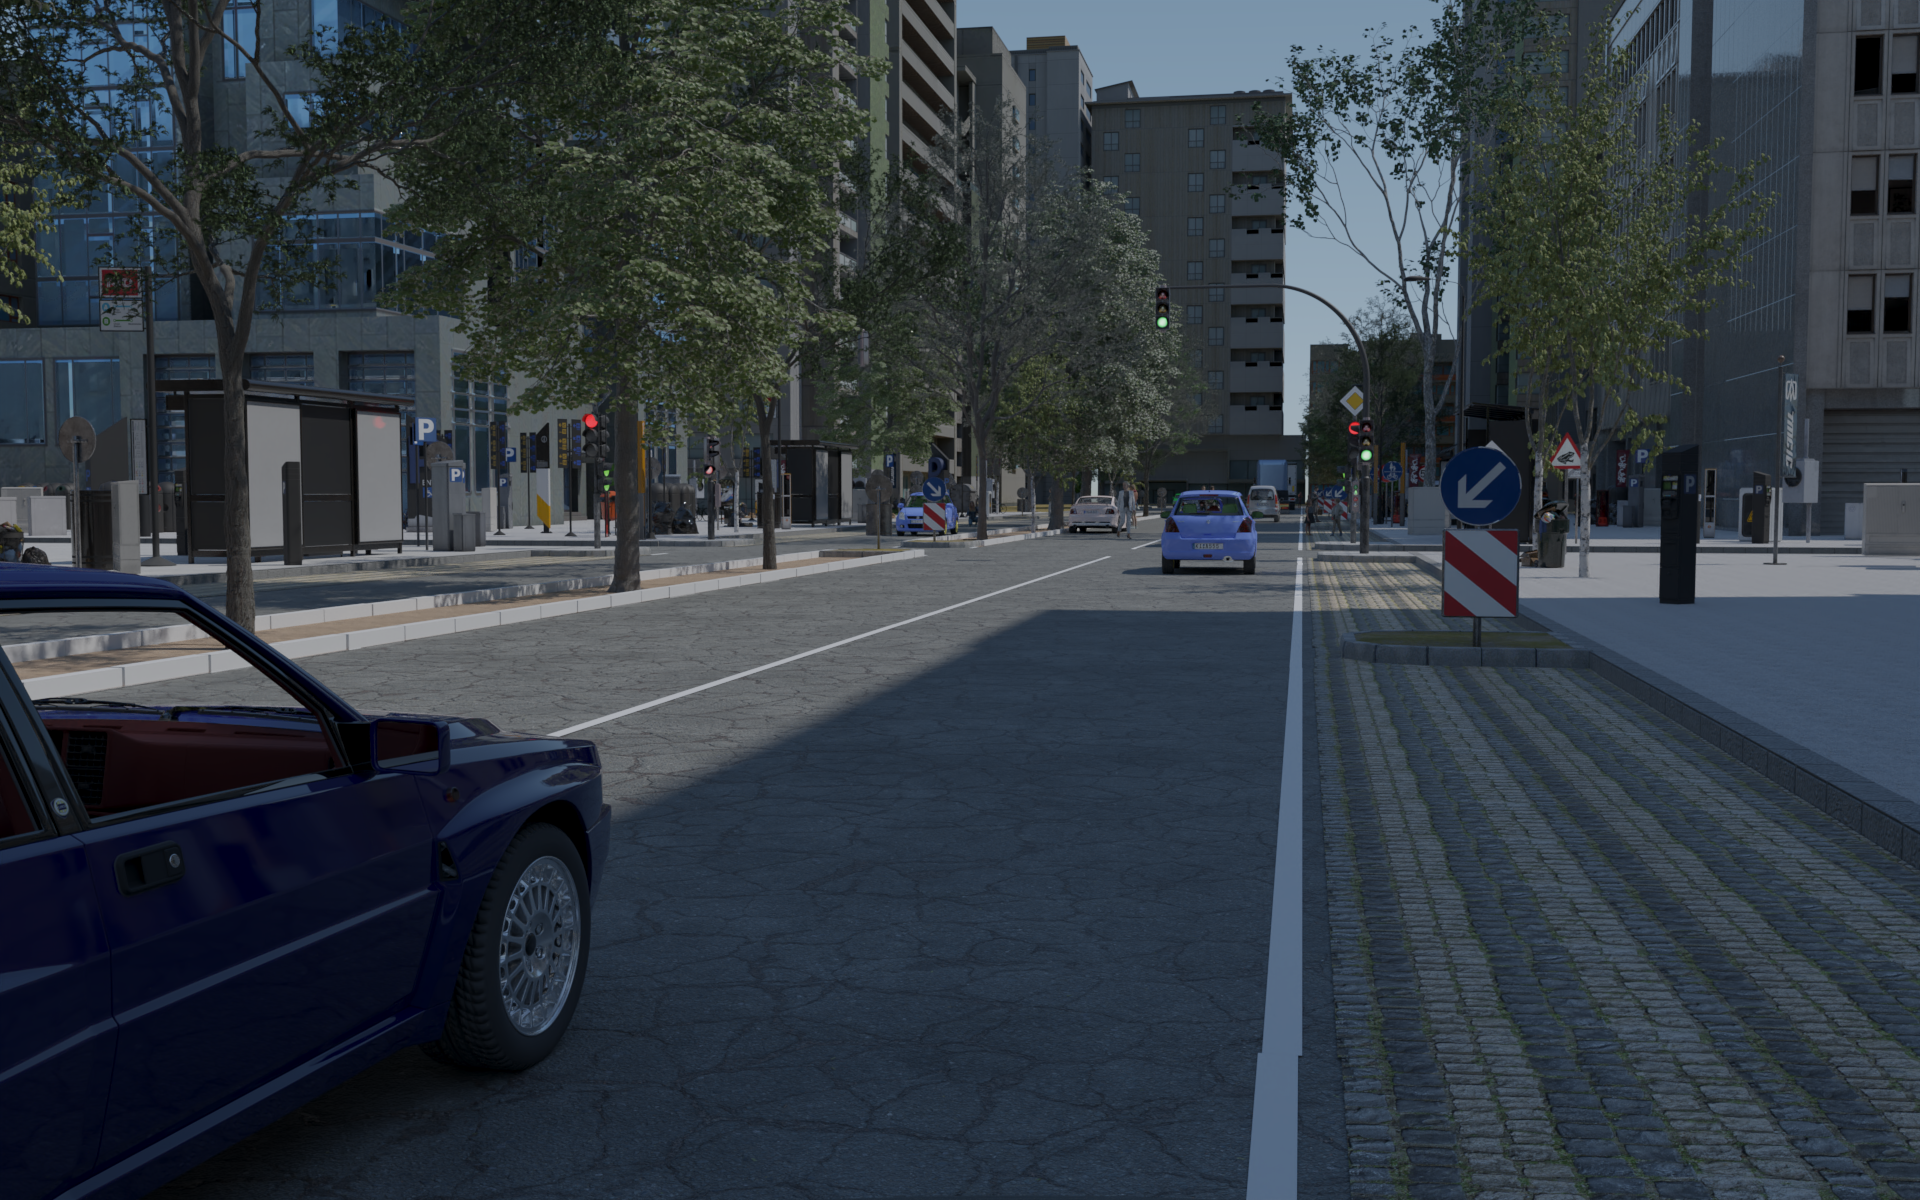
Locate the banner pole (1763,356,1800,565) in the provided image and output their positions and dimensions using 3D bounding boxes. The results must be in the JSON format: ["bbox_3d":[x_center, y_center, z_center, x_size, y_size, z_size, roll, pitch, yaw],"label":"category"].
[{"bbox_3d":[15.014,-2.539,31.527,0.863,3.779,0.401,-3,4,-36],"label":"banner pole"}]

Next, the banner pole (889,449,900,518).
[{"bbox_3d":[-3.495,-6.296,92.953,0.863,3.779,0.401,-1,4,-18],"label":"banner pole"}]

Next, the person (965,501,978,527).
[{"bbox_3d":[0.670,-3.766,75.575,1.012,1.151,0.738,0,4,-7],"label":"person"}]

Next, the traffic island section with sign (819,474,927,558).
[{"bbox_3d":[-2.008,-1.928,39.666,2.006,1.907,1.989,1,4,11],"label":"traffic island section with sign"}]

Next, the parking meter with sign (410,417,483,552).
[{"bbox_3d":[-11.555,-2.613,38.988,1.738,3.016,0.543,3,5,40],"label":"parking meter with sign"}]

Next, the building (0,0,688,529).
[{"bbox_3d":[-26.669,-46.773,77.417,22.319,86.520,31.000,1,4,11],"label":"building"}]

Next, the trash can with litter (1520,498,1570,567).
[{"bbox_3d":[10.175,-1.160,30.347,0.624,1.170,1.055,-1,4,-19],"label":"trash can with litter"}]

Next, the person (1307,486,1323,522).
[{"bbox_3d":[17.878,-4.829,87.411,0.822,1.834,0.622,1,4,15],"label":"person"}]

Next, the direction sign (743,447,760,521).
[{"bbox_3d":[-10.060,-5.603,83.604,0.876,3.537,0.379,-1,4,-22],"label":"direction sign"}]

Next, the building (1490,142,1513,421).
[{"bbox_3d":[51.163,-22.749,143.643,14.160,30.474,14.107,1,4,11],"label":"building"}]

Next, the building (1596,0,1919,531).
[{"bbox_3d":[35.945,-15.751,75.555,12.078,24.808,19.932,1,4,11],"label":"building"}]

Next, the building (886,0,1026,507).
[{"bbox_3d":[-5.254,-33.992,179.475,21.600,48.544,21.300,1,4,11],"label":"building"}]

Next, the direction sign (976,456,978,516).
[{"bbox_3d":[1.001,-6.756,102.456,0.379,3.537,0.876,0,4,6],"label":"direction sign"}]

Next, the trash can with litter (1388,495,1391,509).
[{"bbox_3d":[27.368,-5.980,108.827,1.678,1.210,2.233,-3,5,-41],"label":"trash can with litter"}]

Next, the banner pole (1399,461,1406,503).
[{"bbox_3d":[29.046,-7.566,113.719,0.863,3.779,0.401,1,4,9],"label":"banner pole"}]

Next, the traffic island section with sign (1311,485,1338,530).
[{"bbox_3d":[15.054,-3.709,69.274,1.989,1.847,2.006,1,4,11],"label":"traffic island section with sign"}]

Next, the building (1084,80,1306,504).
[{"bbox_3d":[31.707,-39.051,227.722,27.495,52.752,28.713,1,4,11],"label":"building"}]

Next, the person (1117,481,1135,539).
[{"bbox_3d":[5.284,-2.875,55.386,0.514,1.842,0.818,-1,4,-19],"label":"person"}]

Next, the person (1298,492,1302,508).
[{"bbox_3d":[35.181,-10.344,179.085,0.415,1.643,0.593,1,4,18],"label":"person"}]

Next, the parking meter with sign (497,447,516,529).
[{"bbox_3d":[-16.828,-4.139,63.941,0.543,3.016,1.738,0,4,-2],"label":"parking meter with sign"}]

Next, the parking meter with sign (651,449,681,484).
[{"bbox_3d":[-11.201,-4.350,67.381,1.738,3.016,0.543,0,4,-5],"label":"parking meter with sign"}]

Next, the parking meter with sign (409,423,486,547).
[{"bbox_3d":[-12.462,-2.813,42.252,1.738,3.016,0.543,1,4,9],"label":"parking meter with sign"}]

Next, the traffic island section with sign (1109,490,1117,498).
[{"bbox_3d":[13.127,-8.559,148.565,1.989,1.847,2.006,1,4,11],"label":"traffic island section with sign"}]

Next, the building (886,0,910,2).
[{"bbox_3d":[-12.771,-31.406,137.193,21.300,48.544,21.600,1,4,11],"label":"building"}]

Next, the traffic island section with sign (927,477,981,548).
[{"bbox_3d":[-0.562,-2.373,46.931,2.006,1.907,1.989,1,4,11],"label":"traffic island section with sign"}]

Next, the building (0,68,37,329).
[{"bbox_3d":[-55.314,-14.450,81.294,28.899,21.520,27.650,1,4,11],"label":"building"}]

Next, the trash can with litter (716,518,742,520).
[{"bbox_3d":[-11.418,-4.623,86.649,1.678,1.210,2.233,1,4,17],"label":"trash can with litter"}]

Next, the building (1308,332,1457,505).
[{"bbox_3d":[59.460,-23.045,221.821,28.899,21.520,27.650,1,4,11],"label":"building"}]

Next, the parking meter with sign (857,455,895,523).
[{"bbox_3d":[-3.718,-4.897,76.332,1.738,3.016,0.543,-3,5,-40],"label":"parking meter with sign"}]

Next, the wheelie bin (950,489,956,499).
[{"bbox_3d":[-0.483,-5.895,104.290,0.980,1.594,0.693,-2,4,-31],"label":"wheelie bin"}]

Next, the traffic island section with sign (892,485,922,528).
[{"bbox_3d":[-1.881,-3.920,72.726,1.989,1.847,2.006,1,4,11],"label":"traffic island section with sign"}]

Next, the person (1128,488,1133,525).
[{"bbox_3d":[7.403,-4.101,76.230,0.598,1.740,0.731,-2,4,-33],"label":"person"}]

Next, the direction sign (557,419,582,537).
[{"bbox_3d":[-11.782,-3.690,52.325,0.379,3.537,0.876,3,4,38],"label":"direction sign"}]

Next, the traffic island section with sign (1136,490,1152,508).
[{"bbox_3d":[18.413,-10.194,175.306,1.989,1.847,2.006,1,4,11],"label":"traffic island section with sign"}]

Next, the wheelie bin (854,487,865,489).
[{"bbox_3d":[-4.658,-4.492,81.346,0.980,1.594,0.693,0,4,3],"label":"wheelie bin"}]

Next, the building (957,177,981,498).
[{"bbox_3d":[-6.269,-23.421,154.628,14.160,30.474,14.107,1,4,11],"label":"building"}]

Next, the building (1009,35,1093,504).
[{"bbox_3d":[3.005,-41.991,228.558,28.212,58.520,21.231,1,4,11],"label":"building"}]

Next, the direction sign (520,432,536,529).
[{"bbox_3d":[-15.844,-4.381,63.620,0.876,3.537,0.379,3,4,37],"label":"direction sign"}]

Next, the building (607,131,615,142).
[{"bbox_3d":[-26.277,-45.534,182.729,20.611,71.187,20.563,1,4,11],"label":"building"}]

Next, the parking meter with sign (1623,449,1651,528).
[{"bbox_3d":[25.903,-4.290,66.401,0.543,3.016,1.738,3,4,38],"label":"parking meter with sign"}]

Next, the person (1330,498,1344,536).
[{"bbox_3d":[12.769,-2.802,58.583,0.475,1.303,0.640,3,5,40],"label":"person"}]

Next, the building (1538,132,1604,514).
[{"bbox_3d":[42.672,-17.181,99.972,14.314,24.678,30.058,1,4,11],"label":"building"}]

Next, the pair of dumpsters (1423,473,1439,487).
[{"bbox_3d":[22.388,-4.777,80.598,1.574,2.255,4.437,1,4,11],"label":"pair of dumpsters"}]

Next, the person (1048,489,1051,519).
[{"bbox_3d":[5.234,-5.566,100.045,0.362,1.759,0.519,1,4,15],"label":"person"}]

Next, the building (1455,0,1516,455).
[{"bbox_3d":[57.995,-38.004,163.360,21.231,58.520,28.212,1,4,11],"label":"building"}]

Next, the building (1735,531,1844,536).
[{"bbox_3d":[36.150,-14.553,55.964,19.932,24.808,12.078,1,4,11],"label":"building"}]

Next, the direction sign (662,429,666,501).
[{"bbox_3d":[-10.347,-4.194,60.576,0.379,3.537,0.876,-1,4,-16],"label":"direction sign"}]

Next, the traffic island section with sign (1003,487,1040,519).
[{"bbox_3d":[3.601,-5.610,100.354,1.989,1.847,2.006,1,4,11],"label":"traffic island section with sign"}]

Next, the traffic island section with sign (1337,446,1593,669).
[{"bbox_3d":[4.381,-0.404,15.228,1.989,1.847,2.006,1,4,11],"label":"traffic island section with sign"}]

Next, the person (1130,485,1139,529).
[{"bbox_3d":[7.157,-3.869,71.733,0.573,1.828,0.580,0,4,-6],"label":"person"}]

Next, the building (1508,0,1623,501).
[{"bbox_3d":[48.370,-27.274,129.521,14.154,41.232,14.086,1,4,11],"label":"building"}]

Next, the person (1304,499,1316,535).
[{"bbox_3d":[12.063,-2.844,59.663,0.362,1.253,0.373,-3,4,-36],"label":"person"}]

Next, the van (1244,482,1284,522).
[{"bbox_3d":[15.610,-5.021,89.107,2.013,2.044,4.112,1,4,12],"label":"van"}]

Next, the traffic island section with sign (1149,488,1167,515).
[{"bbox_3d":[14.002,-6.882,120.650,2.006,1.907,1.989,1,4,11],"label":"traffic island section with sign"}]

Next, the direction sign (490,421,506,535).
[{"bbox_3d":[-14.373,-3.789,53.948,0.876,3.537,0.379,3,5,45],"label":"direction sign"}]

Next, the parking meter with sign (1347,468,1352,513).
[{"bbox_3d":[26.448,-7.343,116.321,0.543,3.016,1.738,-1,4,-15],"label":"parking meter with sign"}]

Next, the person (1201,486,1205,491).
[{"bbox_3d":[12.483,-4.907,88.502,0.659,1.850,0.755,0,4,-8],"label":"person"}]

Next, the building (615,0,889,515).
[{"bbox_3d":[-12.960,-26.136,110.921,14.154,41.232,14.086,1,4,11],"label":"building"}]

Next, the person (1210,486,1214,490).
[{"bbox_3d":[12.404,-4.712,85.503,0.822,1.834,0.622,-2,4,-33],"label":"person"}]
